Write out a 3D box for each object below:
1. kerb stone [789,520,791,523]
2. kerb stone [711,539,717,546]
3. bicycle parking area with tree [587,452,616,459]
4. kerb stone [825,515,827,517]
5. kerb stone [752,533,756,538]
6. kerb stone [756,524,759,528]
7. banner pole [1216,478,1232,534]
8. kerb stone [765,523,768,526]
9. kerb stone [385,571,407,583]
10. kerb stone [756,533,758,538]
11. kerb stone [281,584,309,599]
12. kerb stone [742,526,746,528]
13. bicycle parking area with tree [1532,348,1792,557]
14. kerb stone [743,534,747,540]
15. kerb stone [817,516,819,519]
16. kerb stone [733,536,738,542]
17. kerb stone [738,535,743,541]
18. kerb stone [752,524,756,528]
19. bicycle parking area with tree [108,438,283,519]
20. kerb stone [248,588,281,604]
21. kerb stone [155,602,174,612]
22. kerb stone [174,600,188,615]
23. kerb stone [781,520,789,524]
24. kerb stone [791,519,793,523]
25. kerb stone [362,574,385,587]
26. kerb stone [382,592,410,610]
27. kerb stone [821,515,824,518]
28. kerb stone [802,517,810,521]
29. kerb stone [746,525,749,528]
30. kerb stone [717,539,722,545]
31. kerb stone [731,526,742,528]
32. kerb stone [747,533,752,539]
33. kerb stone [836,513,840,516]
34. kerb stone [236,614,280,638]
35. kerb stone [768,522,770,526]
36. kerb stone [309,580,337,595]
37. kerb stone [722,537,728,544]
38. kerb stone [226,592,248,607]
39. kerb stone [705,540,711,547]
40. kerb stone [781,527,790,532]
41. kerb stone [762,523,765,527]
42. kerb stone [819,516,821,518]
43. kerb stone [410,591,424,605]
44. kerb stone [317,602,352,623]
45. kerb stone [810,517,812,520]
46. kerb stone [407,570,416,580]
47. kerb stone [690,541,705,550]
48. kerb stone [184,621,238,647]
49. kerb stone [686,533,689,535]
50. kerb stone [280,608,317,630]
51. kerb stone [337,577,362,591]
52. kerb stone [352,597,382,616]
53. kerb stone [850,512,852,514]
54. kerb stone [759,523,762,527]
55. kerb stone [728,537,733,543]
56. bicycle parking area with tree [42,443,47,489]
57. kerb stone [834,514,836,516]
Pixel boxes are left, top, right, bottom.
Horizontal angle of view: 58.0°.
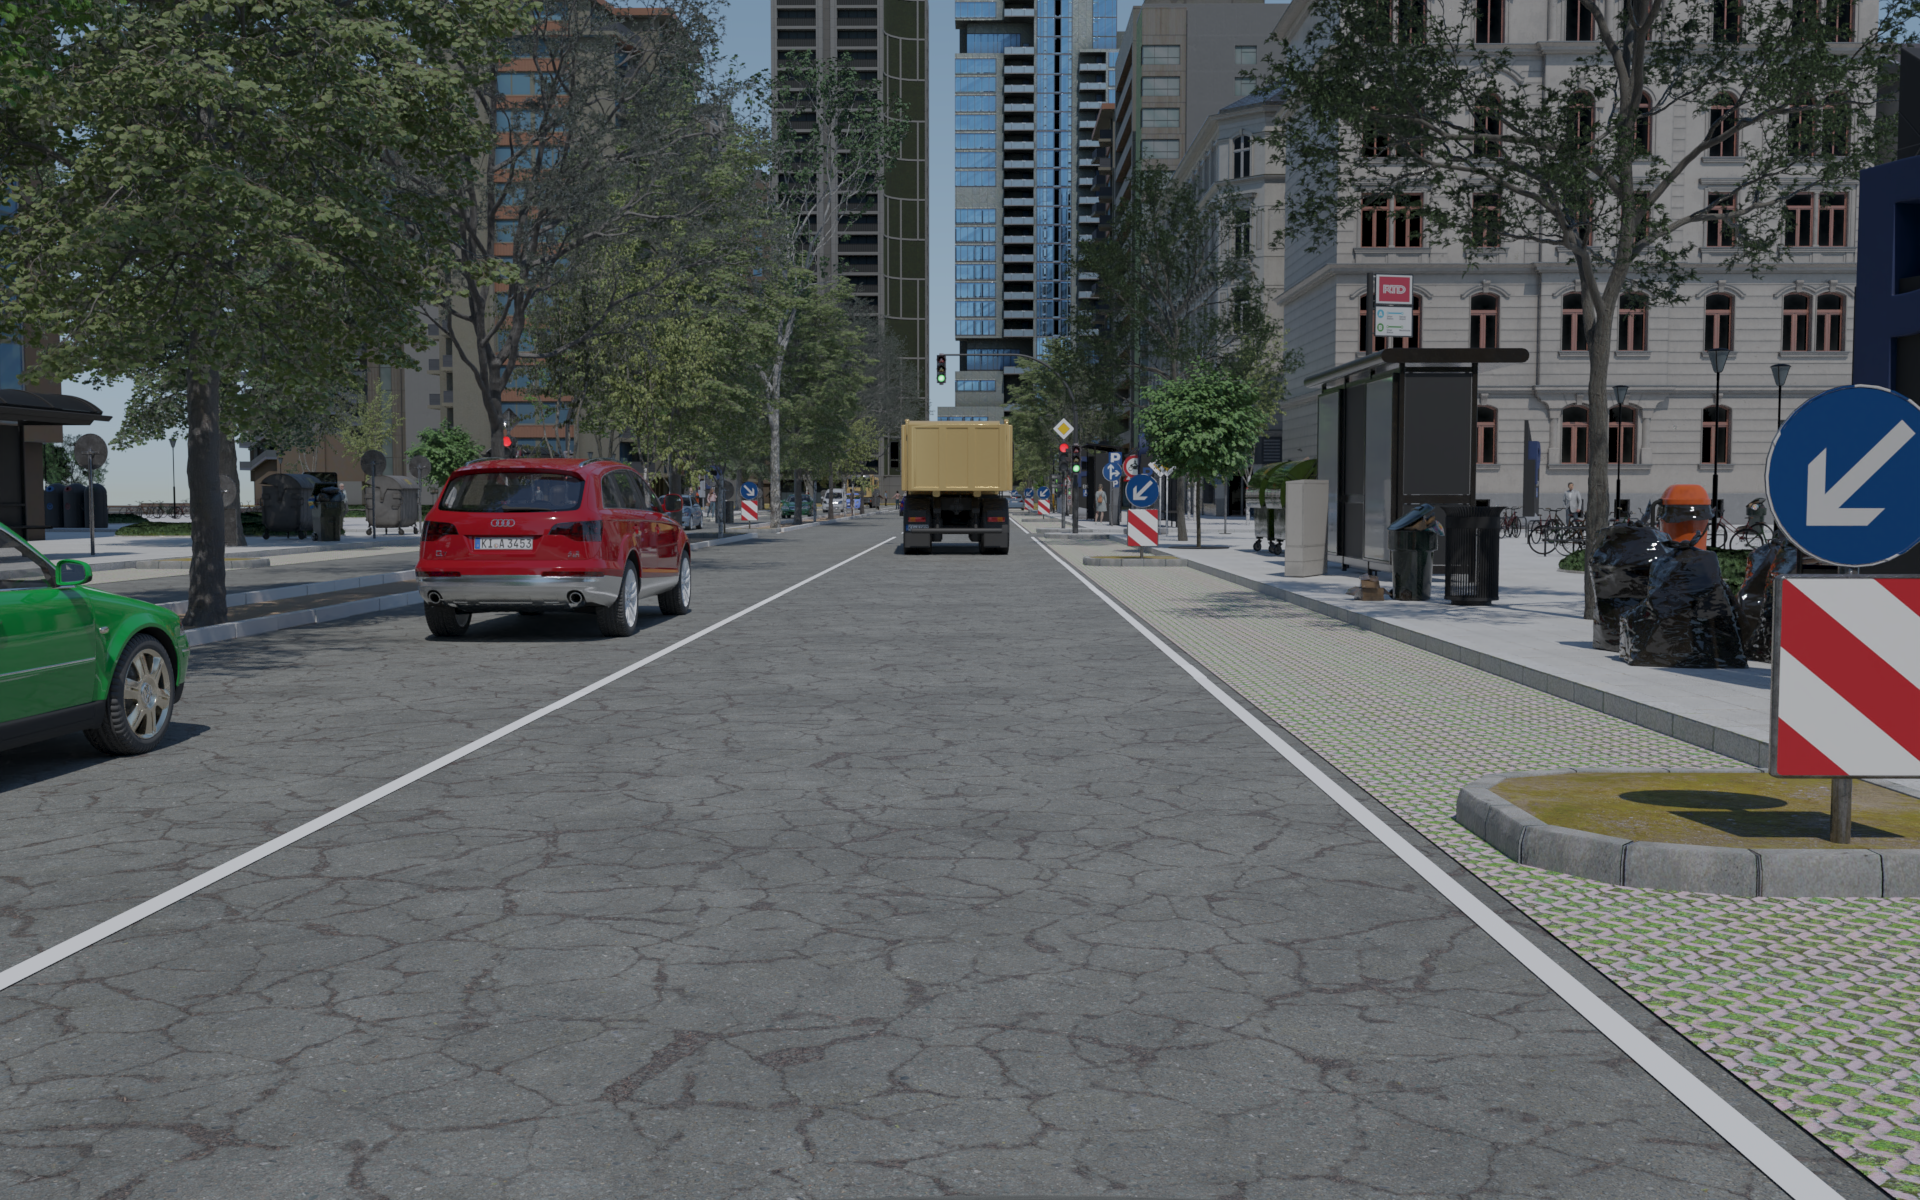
[{"bbox_3d":[-8.503,-3.837,84.924,0.120,0.150,1.000,0,4,1],"label":"kerb stone"},{"bbox_3d":[-6.865,-1.544,47.443,0.120,0.150,1.000,0,4,1],"label":"kerb stone"},{"bbox_3d":[-25.007,-8.159,120.398,9.016,4.147,8.231,1,4,19],"label":"bicycle parking area with tree"},{"bbox_3d":[-8.275,-5.027,104.385,0.120,0.150,1.000,0,4,1],"label":"kerb stone"},{"bbox_3d":[-6.768,-2.046,55.639,0.120,0.150,1.000,0,4,1],"label":"kerb stone"},{"bbox_3d":[-8.664,-3.077,72.613,0.120,0.150,1.000,0,4,1],"label":"kerb stone"},{"bbox_3d":[8.306,-3.995,55.332,0.863,3.779,0.401,-2,4,-28],"label":"banner pole"},{"bbox_3d":[-8.623,-3.271,75.685,0.120,0.150,1.000,0,4,1],"label":"kerb stone"},{"bbox_3d":[-9.202,-0.355,27.993,0.120,0.150,1.000,0,4,1],"label":"kerb stone"},{"bbox_3d":[-6.749,-2.108,56.661,0.120,0.150,1.000,0,4,1],"label":"kerb stone"},{"bbox_3d":[-9.261,-0.101,23.881,0.120,0.150,1.000,0,4,1],"label":"kerb stone"},{"bbox_3d":[-8.707,-2.829,68.514,0.120,0.150,1.000,0,4,1],"label":"kerb stone"},{"bbox_3d":[16.406,-3.019,36.362,8.231,4.147,9.016,-3,5,-39],"label":"bicycle parking area with tree"},{"bbox_3d":[-6.792,-1.920,53.592,0.120,0.150,1.000,0,4,1],"label":"kerb stone"},{"bbox_3d":[-8.326,-4.707,99.264,0.120,0.150,1.000,0,4,1],"label":"kerb stone"},{"bbox_3d":[-6.815,-1.793,51.543,0.120,0.150,1.000,0,4,1],"label":"kerb stone"},{"bbox_3d":[-6.806,-1.858,52.571,0.120,0.150,1.000,0,4,1],"label":"kerb stone"},{"bbox_3d":[-8.669,-3.019,71.584,0.120,0.150,1.000,0,4,1],"label":"kerb stone"},{"bbox_3d":[-40.173,-6.403,91.686,9.016,4.147,8.231,1,4,16],"label":"bicycle parking area with tree"},{"bbox_3d":[-9.264,-0.040,22.856,0.120,0.150,1.000,0,4,1],"label":"kerb stone"},{"bbox_3d":[-9.303,0.147,19.788,0.120,0.150,1.000,0,4,1],"label":"kerb stone"},{"bbox_3d":[-9.289,0.085,20.810,0.120,0.150,1.000,0,4,1],"label":"kerb stone"},{"bbox_3d":[-8.523,-3.774,83.894,0.120,0.150,1.000,0,4,1],"label":"kerb stone"},{"bbox_3d":[-8.504,-3.900,85.957,0.120,0.150,1.000,0,4,1],"label":"kerb stone"},{"bbox_3d":[-9.219,-0.291,26.956,0.120,0.150,1.000,0,4,1],"label":"kerb stone"},{"bbox_3d":[-7.177,0.026,21.777,0.120,0.150,1.000,0,4,1],"label":"kerb stone"},{"bbox_3d":[-8.292,-4.899,102.341,0.120,0.150,1.000,0,4,1],"label":"kerb stone"},{"bbox_3d":[-8.389,-4.399,94.153,0.120,0.150,1.000,0,4,1],"label":"kerb stone"},{"bbox_3d":[-8.690,-2.895,69.536,0.120,0.150,1.000,0,4,1],"label":"kerb stone"},{"bbox_3d":[-6.856,-1.607,48.465,0.120,0.150,1.000,0,4,1],"label":"kerb stone"},{"bbox_3d":[-8.716,-2.768,67.486,0.120,0.150,1.000,0,4,1],"label":"kerb stone"},{"bbox_3d":[-6.779,-1.982,54.614,0.120,0.150,1.000,0,4,1],"label":"kerb stone"},{"bbox_3d":[-8.161,-5.590,113.585,0.120,0.150,1.000,0,4,1],"label":"kerb stone"},{"bbox_3d":[-7.228,0.276,17.683,0.120,0.150,1.000,0,4,1],"label":"kerb stone"},{"bbox_3d":[-8.607,-3.332,76.711,0.120,0.150,1.000,0,4,1],"label":"kerb stone"},{"bbox_3d":[-9.244,-0.166,24.902,0.120,0.150,1.000,0,4,1],"label":"kerb stone"},{"bbox_3d":[-6.839,-1.669,49.495,0.120,0.150,1.000,0,4,1],"label":"kerb stone"},{"bbox_3d":[-9.281,0.022,21.833,0.120,0.150,1.000,0,4,1],"label":"kerb stone"},{"bbox_3d":[-6.887,-1.477,46.421,0.120,0.150,1.000,0,4,1],"label":"kerb stone"},{"bbox_3d":[-6.648,-2.643,65.403,0.120,0.150,1.000,0,4,1],"label":"kerb stone"},{"bbox_3d":[-8.639,-3.205,74.663,0.120,0.150,1.000,0,4,1],"label":"kerb stone"},{"bbox_3d":[-8.314,-4.776,100.286,0.120,0.150,1.000,0,4,1],"label":"kerb stone"},{"bbox_3d":[-7.165,-0.035,22.805,0.120,0.150,1.000,0,4,1],"label":"kerb stone"},{"bbox_3d":[-7.200,0.154,19.734,0.120,0.150,1.000,0,4,1],"label":"kerb stone"},{"bbox_3d":[-8.382,-4.462,95.176,0.120,0.150,1.000,0,4,1],"label":"kerb stone"},{"bbox_3d":[-9.194,-0.417,29.015,0.120,0.150,1.000,0,4,1],"label":"kerb stone"},{"bbox_3d":[-6.886,-1.418,45.396,0.120,0.150,1.000,0,4,1],"label":"kerb stone"},{"bbox_3d":[-7.247,0.341,16.657,0.120,0.150,1.000,0,4,1],"label":"kerb stone"},{"bbox_3d":[-8.848,-2.115,56.770,0.120,0.150,1.000,0,4,1],"label":"kerb stone"},{"bbox_3d":[-7.224,0.214,18.712,0.120,0.150,1.000,0,4,1],"label":"kerb stone"},{"bbox_3d":[-9.234,-0.228,25.924,0.120,0.150,1.000,0,4,1],"label":"kerb stone"},{"bbox_3d":[-7.195,0.089,20.756,0.120,0.150,1.000,0,4,1],"label":"kerb stone"},{"bbox_3d":[-8.016,-6.278,124.852,0.120,0.150,1.000,0,4,1],"label":"kerb stone"},{"bbox_3d":[-8.643,-3.143,73.641,0.120,0.150,1.000,0,4,1],"label":"kerb stone"},{"bbox_3d":[-6.831,-1.728,50.517,0.120,0.150,1.000,0,4,1],"label":"kerb stone"},{"bbox_3d":[-46.123,-5.810,82.002,8.231,4.147,9.016,-2,4,-29],"label":"bicycle parking area with tree"},{"bbox_3d":[-8.197,-5.399,110.519,0.120,0.150,1.000,0,4,1],"label":"kerb stone"}]
